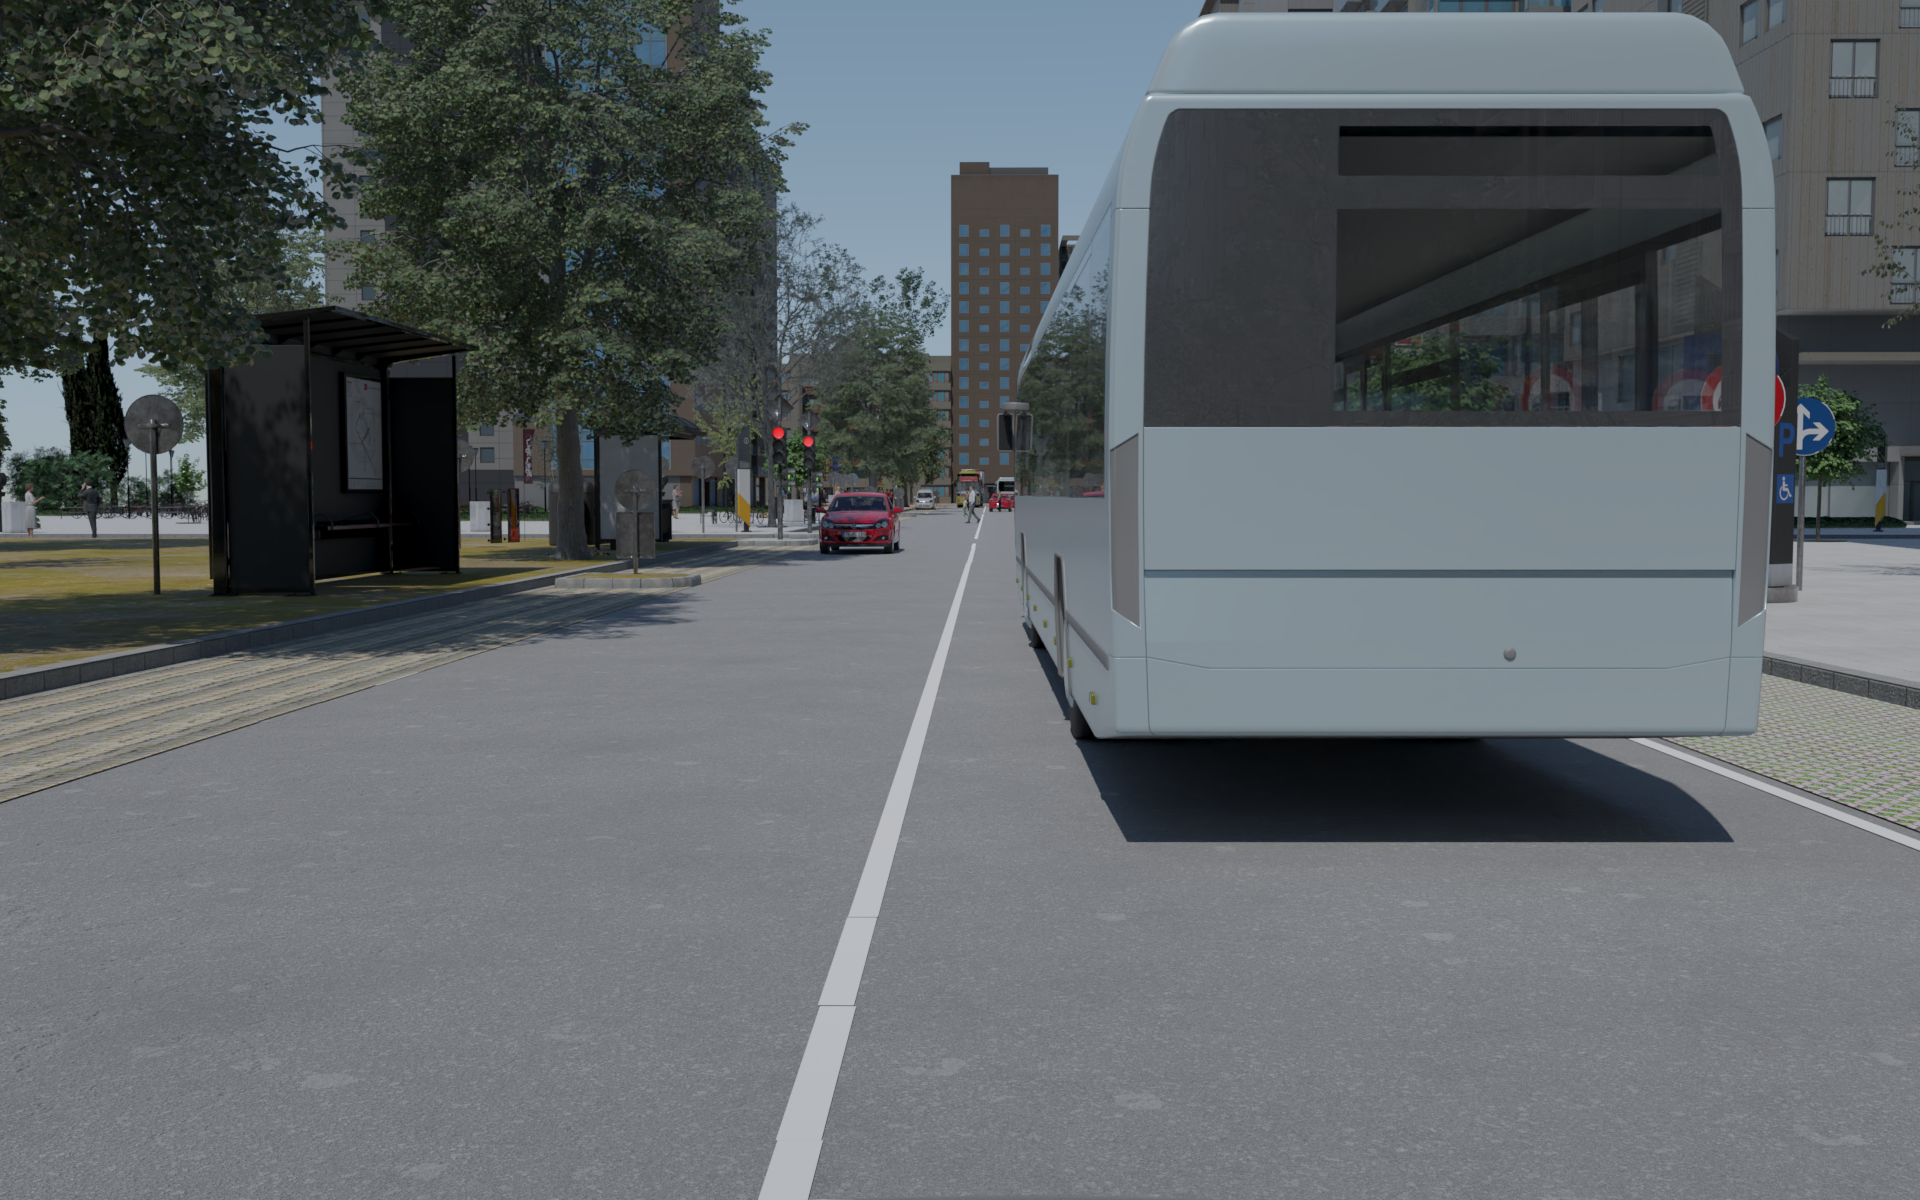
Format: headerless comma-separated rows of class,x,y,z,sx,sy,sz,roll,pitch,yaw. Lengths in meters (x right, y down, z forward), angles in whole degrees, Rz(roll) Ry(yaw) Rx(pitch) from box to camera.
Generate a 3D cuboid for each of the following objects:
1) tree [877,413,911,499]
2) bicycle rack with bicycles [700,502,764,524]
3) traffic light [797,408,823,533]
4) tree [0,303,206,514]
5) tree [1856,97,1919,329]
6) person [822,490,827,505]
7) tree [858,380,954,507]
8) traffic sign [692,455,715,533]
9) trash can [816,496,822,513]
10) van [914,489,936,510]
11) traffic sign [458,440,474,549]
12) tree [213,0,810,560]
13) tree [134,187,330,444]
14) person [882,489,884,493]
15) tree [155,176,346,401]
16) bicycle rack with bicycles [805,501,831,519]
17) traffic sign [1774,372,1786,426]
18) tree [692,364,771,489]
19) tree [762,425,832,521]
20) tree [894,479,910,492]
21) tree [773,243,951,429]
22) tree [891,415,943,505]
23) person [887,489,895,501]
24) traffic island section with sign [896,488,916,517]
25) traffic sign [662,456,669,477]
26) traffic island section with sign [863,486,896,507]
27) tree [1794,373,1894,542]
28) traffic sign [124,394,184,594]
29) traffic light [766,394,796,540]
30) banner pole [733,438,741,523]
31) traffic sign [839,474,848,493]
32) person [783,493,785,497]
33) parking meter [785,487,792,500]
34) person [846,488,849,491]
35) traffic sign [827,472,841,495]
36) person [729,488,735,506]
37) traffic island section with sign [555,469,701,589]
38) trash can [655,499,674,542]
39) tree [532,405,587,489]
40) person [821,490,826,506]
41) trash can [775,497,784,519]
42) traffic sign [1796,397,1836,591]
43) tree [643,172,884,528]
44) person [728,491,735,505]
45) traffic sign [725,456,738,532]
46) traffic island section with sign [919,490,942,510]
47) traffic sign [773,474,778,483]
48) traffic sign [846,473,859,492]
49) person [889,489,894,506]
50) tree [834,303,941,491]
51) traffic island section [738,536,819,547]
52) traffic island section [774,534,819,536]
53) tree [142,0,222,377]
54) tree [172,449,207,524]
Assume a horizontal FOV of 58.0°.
tree,-5.558,-12.051,147.403,4.737,8.622,4.395,0,3,0
bicycle rack with bicycles,-10.021,-3.767,74.974,2.852,0.926,2.925,-2,4,-25
traffic light,-4.899,-4.137,56.564,0.839,4.253,0.868,0,4,1
tree,-60.961,-13.325,119.692,13.155,14.587,18.604,0,4,-6
tree,15.570,-4.563,24.975,4.360,8.622,3.978,0,3,0
person,-16.457,-12.373,208.890,0.990,1.755,0.434,-3,4,-37
tree,-5.238,-15.321,167.501,9.611,12.733,9.660,0,3,0
traffic sign,-8.421,-3.465,56.763,0.768,2.556,0.104,0,4,4
trash can,-9.743,-6.515,118.172,0.748,1.137,0.748,0,3,0
van,-3.148,-9.102,155.828,2.013,2.044,4.112,0,4,1
traffic sign,-11.726,-2.470,40.483,0.768,2.556,0.104,1,4,10
tree,-7.566,-7.751,33.382,9.857,13.997,8.962,0,3,0
tree,-26.378,-8.919,63.953,7.486,12.596,7.792,0,3,0
person,-8.692,-11.658,196.780,0.705,1.807,1.348,0,4,-6
tree,-15.128,-5.329,37.496,4.360,8.622,3.978,0,3,0
bicycle rack with bicycles,-7.252,-4.563,87.992,2.852,0.926,2.925,0,4,-7
traffic sign,7.374,-0.997,16.400,0.768,2.556,0.104,0,4,7
tree,-12.606,-8.994,97.412,4.737,8.622,4.395,0,3,0
tree,-7.677,-6.045,82.544,4.285,4.588,4.351,0,3,0
tree,-6.169,-11.247,178.489,1.663,3.219,1.824,0,3,0
tree,-7.900,-16.911,132.381,12.611,20.169,13.585,0,3,0
tree,-5.298,-17.240,199.996,7.486,12.596,7.792,0,3,0
person,-7.601,-11.120,187.799,1.348,1.831,0.705,-2,4,-28
traffic island section with sign,-3.744,-6.109,108.517,1.989,1.847,2.006,0,4,1
traffic sign,-9.823,-3.434,56.256,0.768,2.556,0.104,0,4,5
traffic island section with sign,-4.191,-4.461,81.565,1.989,1.847,2.006,0,4,1
tree,23.186,-3.842,46.530,4.285,4.588,4.351,0,3,0
traffic sign,-10.288,-1.346,22.118,0.768,2.556,0.104,0,4,2
traffic light,-5.033,-3.649,48.580,0.839,4.253,0.868,0,4,1
banner pole,-9.790,-5.322,77.029,0.401,3.779,0.863,-3,5,-41
traffic sign,-7.322,-6.649,108.810,0.768,2.556,0.104,0,4,4
person,-20.324,-12.008,203.058,0.721,1.739,1.217,2,4,34
parking meter,-10.620,-6.209,107.221,0.255,1.863,0.399,2,4,25
person,-9.398,-8.468,144.462,1.348,1.831,0.705,-2,4,-33
traffic sign,-7.186,-6.025,98.616,0.768,2.556,0.104,0,4,2
person,-18.773,-8.430,144.015,1.348,1.807,0.705,3,5,41
traffic island section with sign,-5.112,-1.125,27.024,1.989,1.847,2.006,0,4,1
trash can,-8.020,-2.124,46.382,0.748,1.137,0.748,0,3,0
tree,-28.297,-10.461,121.397,4.360,8.622,3.978,0,3,0
person,-14.886,-10.974,186.153,1.217,1.739,0.721,-3,5,-43
trash can,-9.412,-4.747,89.274,0.748,1.137,0.748,0,3,0
traffic sign,11.137,-1.395,22.913,0.768,2.556,0.104,0,4,6
tree,-7.306,-9.519,66.010,12.009,13.543,11.850,0,3,0
person,-17.437,-7.909,134.989,1.348,1.869,0.705,-3,4,-39
traffic sign,-7.570,-3.579,58.620,0.768,2.556,0.104,0,4,8
traffic island section with sign,-2.891,-9.215,159.285,1.989,1.847,2.006,0,4,1
traffic sign,-9.366,-5.504,90.090,0.768,2.556,0.104,0,4,7
traffic sign,-6.524,-6.409,104.894,0.768,2.556,0.104,1,4,8
person,-6.023,-8.882,151.939,0.721,1.739,1.217,1,4,11
tree,-5.835,-12.901,117.591,9.857,13.997,8.962,0,3,0
traffic island section,-5.073,-1.617,48.716,2.009,0.180,2.903,0,4,1
traffic island section,-4.939,-2.105,56.700,2.009,0.180,2.903,0,4,1
tree,-8.794,-6.560,13.911,9.857,13.997,8.962,0,3,0
tree,-33.500,-4.912,74.917,1.663,3.219,1.824,0,3,0
